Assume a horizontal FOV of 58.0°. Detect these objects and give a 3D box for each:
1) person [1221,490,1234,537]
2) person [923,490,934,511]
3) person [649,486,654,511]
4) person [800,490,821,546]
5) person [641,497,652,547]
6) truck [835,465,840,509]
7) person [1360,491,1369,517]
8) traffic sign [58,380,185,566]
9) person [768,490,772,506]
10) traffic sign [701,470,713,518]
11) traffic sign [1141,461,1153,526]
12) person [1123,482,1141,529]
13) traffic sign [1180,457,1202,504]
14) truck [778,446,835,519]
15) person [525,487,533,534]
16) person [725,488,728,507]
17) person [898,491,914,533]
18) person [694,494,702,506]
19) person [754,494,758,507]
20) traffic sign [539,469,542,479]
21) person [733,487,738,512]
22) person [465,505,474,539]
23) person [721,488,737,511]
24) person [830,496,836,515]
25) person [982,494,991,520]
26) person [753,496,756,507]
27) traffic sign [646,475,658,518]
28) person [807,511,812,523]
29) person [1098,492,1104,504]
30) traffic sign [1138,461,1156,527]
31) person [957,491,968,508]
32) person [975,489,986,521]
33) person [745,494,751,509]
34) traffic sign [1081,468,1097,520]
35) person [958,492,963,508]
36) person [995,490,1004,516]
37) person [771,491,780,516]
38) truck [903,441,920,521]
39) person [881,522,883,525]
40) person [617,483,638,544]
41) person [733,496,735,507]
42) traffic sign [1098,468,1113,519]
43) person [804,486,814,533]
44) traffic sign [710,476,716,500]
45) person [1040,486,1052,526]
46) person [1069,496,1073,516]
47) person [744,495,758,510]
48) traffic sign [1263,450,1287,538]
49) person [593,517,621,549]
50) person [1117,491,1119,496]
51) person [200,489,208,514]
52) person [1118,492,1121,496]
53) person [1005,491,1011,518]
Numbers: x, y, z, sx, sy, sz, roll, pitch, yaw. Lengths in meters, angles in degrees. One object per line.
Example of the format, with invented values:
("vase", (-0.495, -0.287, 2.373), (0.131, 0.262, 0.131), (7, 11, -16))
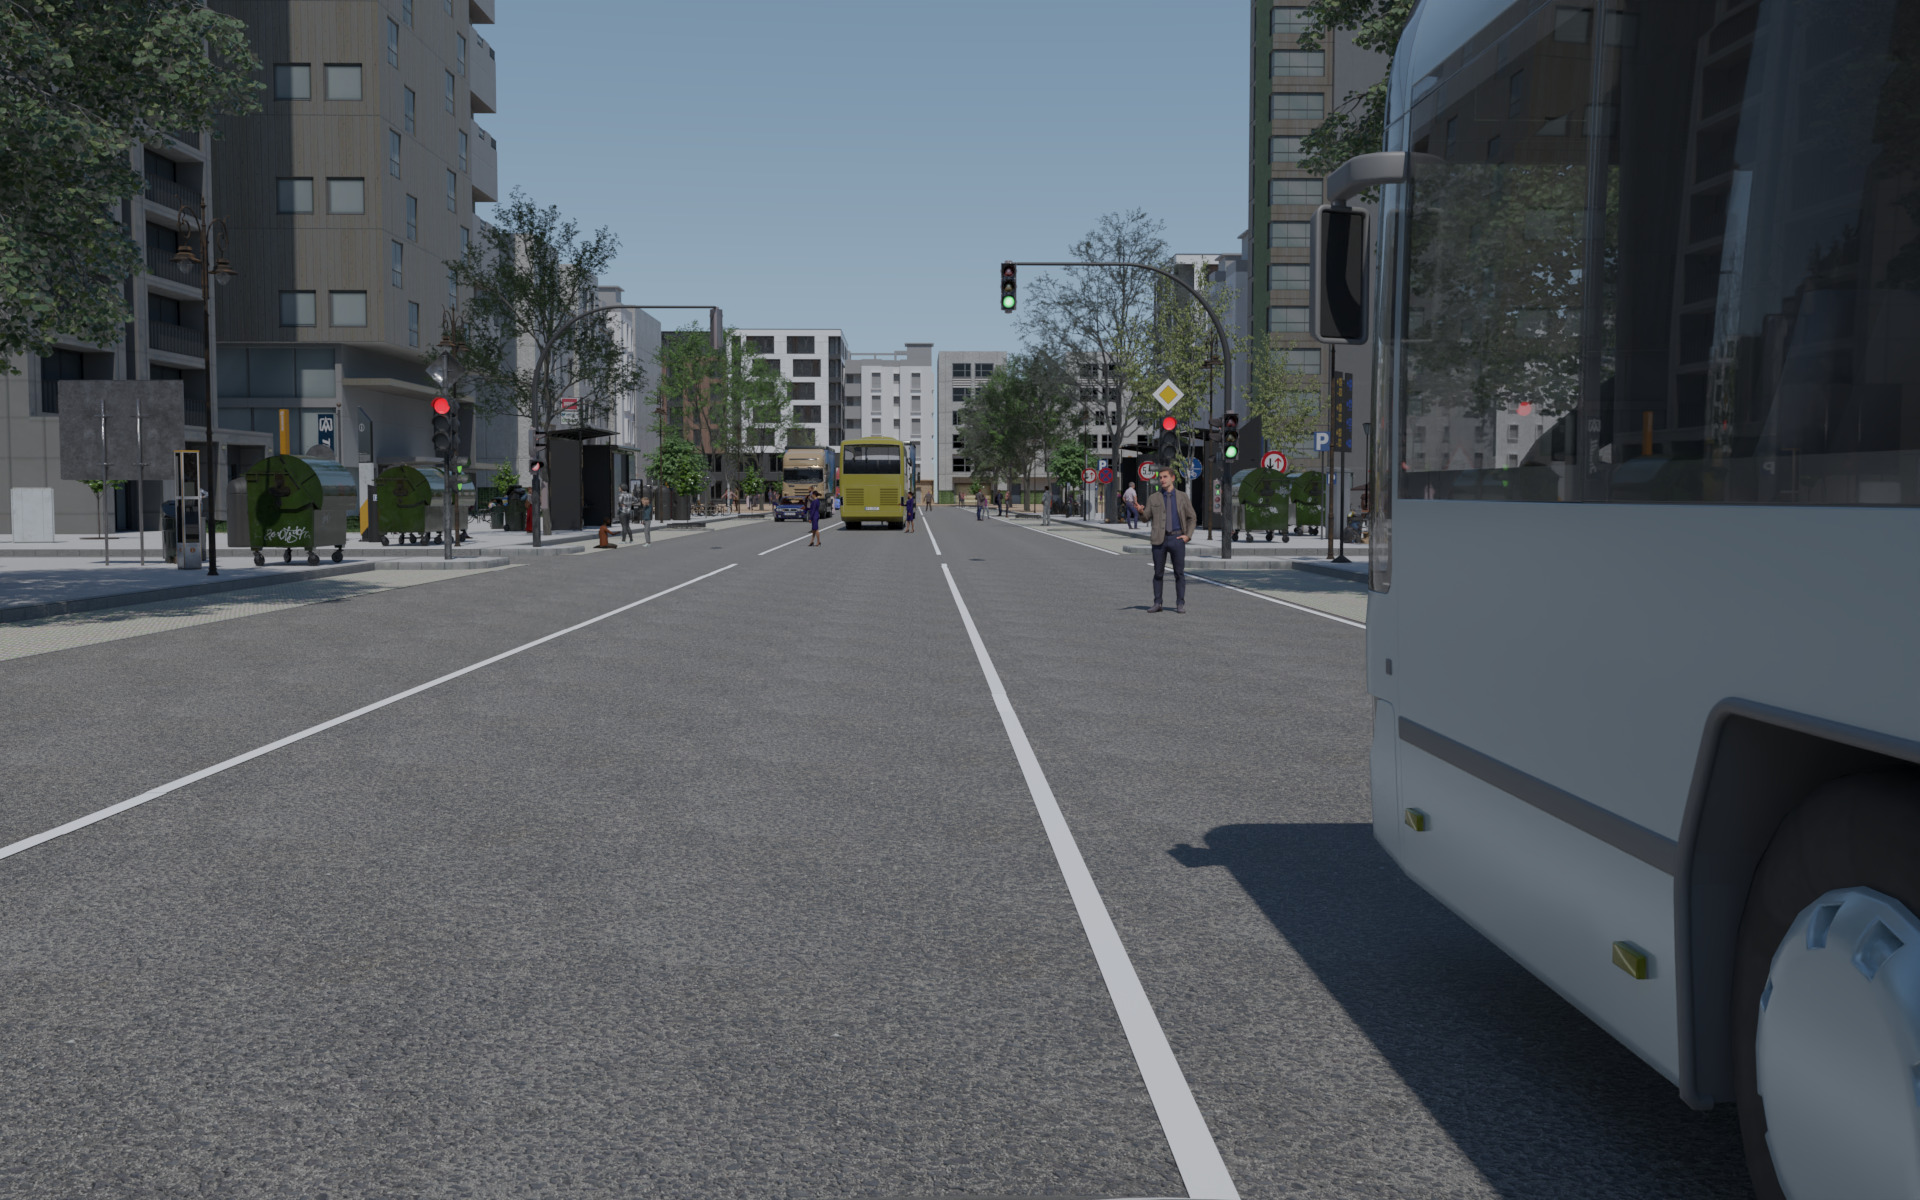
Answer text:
("person", (7.960, -2.687, 51.446), (0.593, 1.643, 0.415), (3, 4, 38))
("person", (-2.590, -8.238, 143.741), (0.990, 1.755, 0.434), (1, 4, 18))
("person", (-22.121, -7.236, 123.981), (0.705, 1.869, 1.348), (1, 4, 9))
("person", (-4.082, -2.231, 47.341), (0.546, 1.535, 0.453), (-1, 4, -10))
("person", (-8.562, -2.129, 47.224), (0.340, 1.345, 0.435), (-2, 4, -35))
("truck", (-10.889, -11.136, 170.981), (2.839, 4.237, 11.283), (0, 4, -2))
("person", (20.938, -4.969, 89.559), (0.388, 1.546, 0.482), (-3, 5, -42))
("traffic sign", (-14.957, -2.266, 30.923), (2.265, 3.308, 0.079), (0, 4, 2))
("person", (-21.082, -11.447, 193.656), (0.683, 1.767, 0.568), (-3, 5, -41))
("traffic sign", (-13.533, -5.635, 92.234), (0.768, 2.556, 0.104), (0, 4, 2))
("traffic sign", (7.544, -4.169, 68.159), (0.884, 2.594, 0.081), (0, 4, 8))
("person", (6.264, -3.424, 62.967), (0.436, 1.711, 0.756), (-2, 4, -24))
("traffic sign", (7.972, -3.657, 59.905), (0.768, 2.556, 0.104), (0, 4, 7))
("truck", (-8.908, -6.932, 102.253), (2.839, 4.237, 11.283), (0, 4, -1))
("person", (-13.955, -2.927, 56.366), (0.387, 1.526, 0.523), (0, 4, -1))
("person", (-22.909, -10.059, 170.443), (0.705, 1.831, 1.348), (-1, 4, -9))
("person", (-1.949, -3.245, 63.925), (0.546, 1.535, 0.453), (-3, 5, -40))
("person", (-27.787, -10.759, 181.968), (1.348, 1.821, 0.705), (1, 4, 11))
("person", (-20.524, -10.213, 173.475), (0.568, 1.767, 0.683), (2, 4, 25))
("traffic sign", (-16.124, -4.135, 67.720), (0.768, 2.556, 0.104), (0, 4, 7))
("person", (-16.444, -7.399, 127.115), (0.705, 1.812, 1.348), (0, 4, -1))
("person", (-14.103, -2.597, 49.320), (0.431, 1.722, 0.655), (1, 4, 14))
("person", (-16.412, -7.132, 123.368), (1.217, 1.736, 0.721), (0, 4, -5))
("person", (-8.751, -6.722, 119.071), (0.551, 1.740, 0.621), (2, 4, 33))
("person", (1.509, -5.200, 96.756), (0.776, 1.435, 0.726), (3, 5, 42))
("person", (-20.086, -9.931, 169.221), (0.445, 1.727, 0.742), (0, 4, 6))
("traffic sign", (-16.288, -5.475, 91.641), (0.606, 2.300, 0.079), (0, 4, 5))
("person", (-7.463, -4.637, 86.526), (0.499, 1.552, 0.429), (0, 4, -7))
("person", (15.996, -11.448, 196.362), (1.217, 1.739, 0.721), (0, 4, 5))
("traffic sign", (7.280, -4.099, 67.129), (0.768, 2.556, 0.104), (0, 4, 2))
("person", (0.282, -10.344, 178.344), (1.217, 1.743, 0.721), (2, 4, 24))
("person", (1.103, -5.107, 92.824), (0.431, 1.722, 0.655), (-2, 4, -28))
("person", (-18.369, -8.785, 150.352), (0.551, 1.740, 0.621), (0, 4, 3))
("traffic sign", (6.279, -5.140, 84.144), (0.768, 2.556, 0.104), (0, 4, 4))
("person", (0.114, -10.248, 177.528), (0.593, 1.643, 0.415), (0, 4, -1))
("person", (2.505, -6.261, 111.694), (0.431, 1.722, 0.655), (-2, 4, -30))
("person", (-12.335, -6.466, 115.682), (0.593, 1.643, 0.415), (-2, 4, -29))
("truck", (-3.754, -6.592, 96.694), (2.839, 4.237, 11.283), (0, 4, 0))
("person", (-3.494, -4.339, 80.163), (0.841, 1.734, 0.376), (0, 4, 2))
("person", (-9.597, -2.474, 49.677), (0.376, 1.734, 0.841), (2, 4, 31))
("person", (-23.008, -10.276, 177.291), (0.421, 1.427, 0.697), (-2, 4, -27))
("traffic sign", (7.023, -5.092, 83.355), (0.768, 2.556, 0.104), (0, 4, 5))
("person", (-5.528, -3.344, 63.991), (0.431, 1.722, 0.655), (-1, 4, -14))
("traffic sign", (-16.874, -7.149, 116.990), (0.768, 2.556, 0.104), (0, 4, 0))
("person", (3.850, -4.221, 77.664), (0.789, 1.805, 0.875), (3, 5, 42))
("person", (6.422, -5.588, 100.634), (0.726, 1.434, 0.776), (3, 5, 40))
("person", (-16.770, -8.094, 139.092), (1.217, 1.735, 0.721), (-2, 4, -32))
("traffic sign", (9.130, -3.078, 50.432), (0.768, 2.556, 0.104), (0, 4, 0))
("person", (-9.184, -1.742, 45.260), (0.655, 0.850, 0.859), (-2, 4, -32))
("person", (16.885, -10.899, 184.945), (0.721, 1.736, 1.217), (-2, 4, -34))
("person", (-26.024, -3.195, 58.998), (0.841, 1.734, 0.376), (0, 4, 5))
("person", (14.664, -9.177, 159.309), (0.991, 1.433, 0.599), (-1, 4, -9))
("person", (2.898, -5.755, 104.062), (0.415, 1.643, 0.593), (-2, 4, -28))
